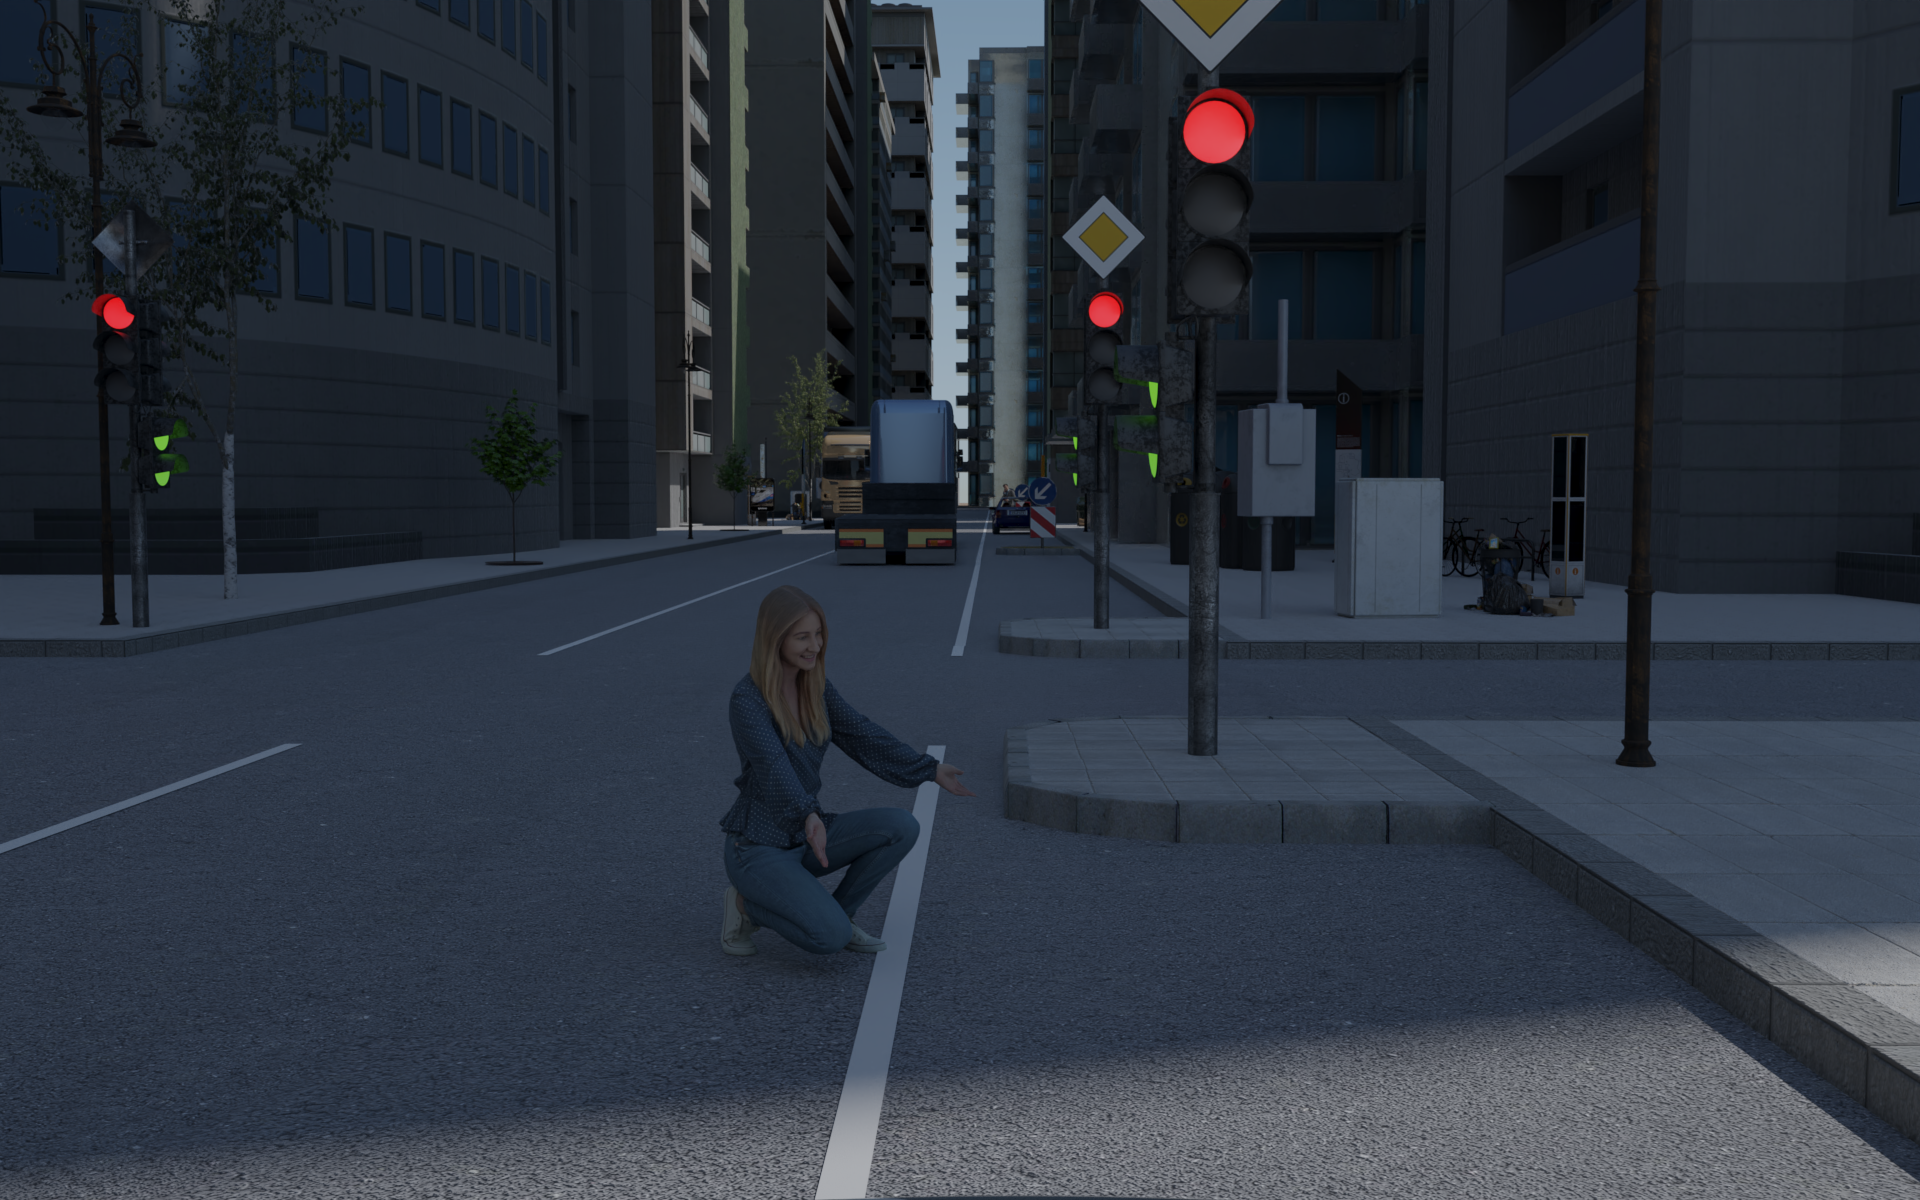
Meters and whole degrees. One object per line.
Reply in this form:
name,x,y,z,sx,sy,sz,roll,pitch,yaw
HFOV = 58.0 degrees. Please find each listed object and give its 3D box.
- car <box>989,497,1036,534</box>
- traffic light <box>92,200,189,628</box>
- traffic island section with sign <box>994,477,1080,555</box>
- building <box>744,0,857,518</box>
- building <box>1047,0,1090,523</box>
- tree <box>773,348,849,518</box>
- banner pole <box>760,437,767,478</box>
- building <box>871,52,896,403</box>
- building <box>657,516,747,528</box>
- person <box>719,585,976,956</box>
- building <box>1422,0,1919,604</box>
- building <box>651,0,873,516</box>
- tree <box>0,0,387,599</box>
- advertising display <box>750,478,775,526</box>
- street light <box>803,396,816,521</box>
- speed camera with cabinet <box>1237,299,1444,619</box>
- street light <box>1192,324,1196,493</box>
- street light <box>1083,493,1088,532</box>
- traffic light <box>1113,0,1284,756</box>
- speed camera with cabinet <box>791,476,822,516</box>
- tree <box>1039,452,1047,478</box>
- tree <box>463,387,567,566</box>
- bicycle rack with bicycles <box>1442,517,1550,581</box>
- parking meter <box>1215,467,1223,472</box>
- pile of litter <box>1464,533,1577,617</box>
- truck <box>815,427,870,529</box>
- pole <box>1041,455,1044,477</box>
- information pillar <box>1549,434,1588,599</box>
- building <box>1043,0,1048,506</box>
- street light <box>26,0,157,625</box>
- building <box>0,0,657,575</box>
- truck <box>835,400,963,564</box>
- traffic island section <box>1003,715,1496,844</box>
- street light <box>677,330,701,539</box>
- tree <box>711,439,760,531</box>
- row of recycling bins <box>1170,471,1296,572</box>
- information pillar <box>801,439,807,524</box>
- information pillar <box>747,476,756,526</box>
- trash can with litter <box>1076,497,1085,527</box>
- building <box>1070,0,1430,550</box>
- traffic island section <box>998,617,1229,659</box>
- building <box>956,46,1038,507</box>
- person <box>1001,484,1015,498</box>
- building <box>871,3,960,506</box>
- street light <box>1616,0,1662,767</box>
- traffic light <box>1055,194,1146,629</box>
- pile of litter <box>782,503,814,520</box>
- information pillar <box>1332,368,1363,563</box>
car,2.032,-3.076,62.875,1.945,1.354,3.894,0,4,0
traffic light,-7.879,-1.692,16.578,0.839,4.253,0.868,0,4,1
traffic island section with sign,1.849,-2.006,41.422,1.989,1.847,2.006,0,4,1
building,-17.618,-29.258,102.063,21.300,48.544,21.600,0,4,1
building,11.115,-18.972,81.894,14.160,30.474,14.107,0,4,1
tree,-7.658,-8.429,88.172,4.737,8.622,4.395,0,3,0
banner pole,-8.611,-5.265,76.094,0.401,3.779,0.863,-2,4,-29
building,-17.901,-28.133,151.852,23.993,40.220,32.217,0,4,1
building,-16.221,-23.472,67.363,14.154,41.232,14.086,0,4,1
person,-0.361,0.526,5.402,0.738,1.151,1.012,3,4,38
building,23.298,-29.521,24.662,28.212,58.520,21.231,0,4,1
building,-13.528,-26.693,120.021,14.154,41.232,14.086,0,4,1
tree,-9.167,-4.317,20.944,4.360,8.622,3.978,0,3,0
advertising display,-7.848,-3.892,68.843,0.974,1.923,0.123,0,4,7
street light,-7.077,-6.661,81.696,0.468,5.910,1.993,0,4,1
speed camera with cabinet,3.948,-1.447,17.990,2.038,3.252,0.660,0,4,-7
street light,3.585,-3.268,26.221,0.468,5.910,1.993,0,4,1
street light,4.258,-5.243,58.516,0.468,5.910,1.993,0,4,1
traffic light,1.179,-1.194,8.435,0.839,4.253,0.868,0,4,1
speed camera with cabinet,-7.902,-5.943,91.512,2.038,3.252,0.660,-1,4,-14
tree,6.016,-6.827,95.336,4.285,4.588,4.351,0,3,0
tree,-7.966,-2.251,31.401,1.663,3.219,1.824,0,3,0
bicycle rack with bicycles,7.418,-0.789,26.283,2.852,0.926,2.925,-1,4,-17
parking meter,5.346,-1.874,36.357,0.255,1.863,0.399,3,5,44
pile of litter,6.114,-0.300,18.877,1.176,0.858,1.719,1,4,15
truck,-4.460,-5.217,74.211,2.839,4.237,11.283,0,4,-1
pole,4.348,-5.946,91.058,0.158,3.312,0.155,0,3,0
information pillar,7.466,-1.025,21.257,0.304,2.012,0.304,-1,4,-23
building,16.532,-35.632,124.581,21.231,58.520,28.212,0,4,1
street light,-8.352,-2.694,16.830,0.468,5.910,1.993,0,4,1
building,-20.094,-30.325,37.809,21.231,58.520,28.212,0,4,1
truck,-1.334,-3.297,43.663,2.967,4.110,18.799,0,4,0
traffic island section,1.219,0.840,8.548,2.009,0.180,2.903,0,4,1
street light,-7.663,-4.665,49.064,0.468,5.910,1.993,0,4,1
tree,-7.745,-4.016,60.264,1.663,3.219,1.824,0,3,0
row of recycling bins,4.758,-1.420,30.331,1.069,1.692,3.534,-1,4,-20
information pillar,-6.652,-5.030,73.591,0.183,3.616,0.504,0,4,3
information pillar,-8.477,-4.032,70.413,0.304,2.012,0.304,-1,4,-20
trash can with litter,4.924,-3.501,68.633,0.624,1.170,1.055,0,4,-2
building,14.723,-26.387,51.028,23.786,49.044,30.456,0,4,1
traffic island section,1.371,0.352,16.532,2.009,0.180,2.903,0,4,1
building,14.857,-34.635,185.887,30.456,49.044,23.786,0,4,1
person,1.958,-3.776,70.043,0.655,1.846,0.447,3,4,37
building,-14.061,-36.683,189.008,27.495,52.752,28.713,0,4,1
street light,3.204,-2.156,8.033,0.468,5.910,1.993,0,4,1
traffic light,1.331,-1.682,16.419,0.839,4.253,0.868,0,4,1
pile of litter,-8.093,-4.377,85.524,1.719,0.858,1.176,1,4,17
information pillar,7.222,-2.502,32.262,0.504,3.616,0.183,1,4,23
